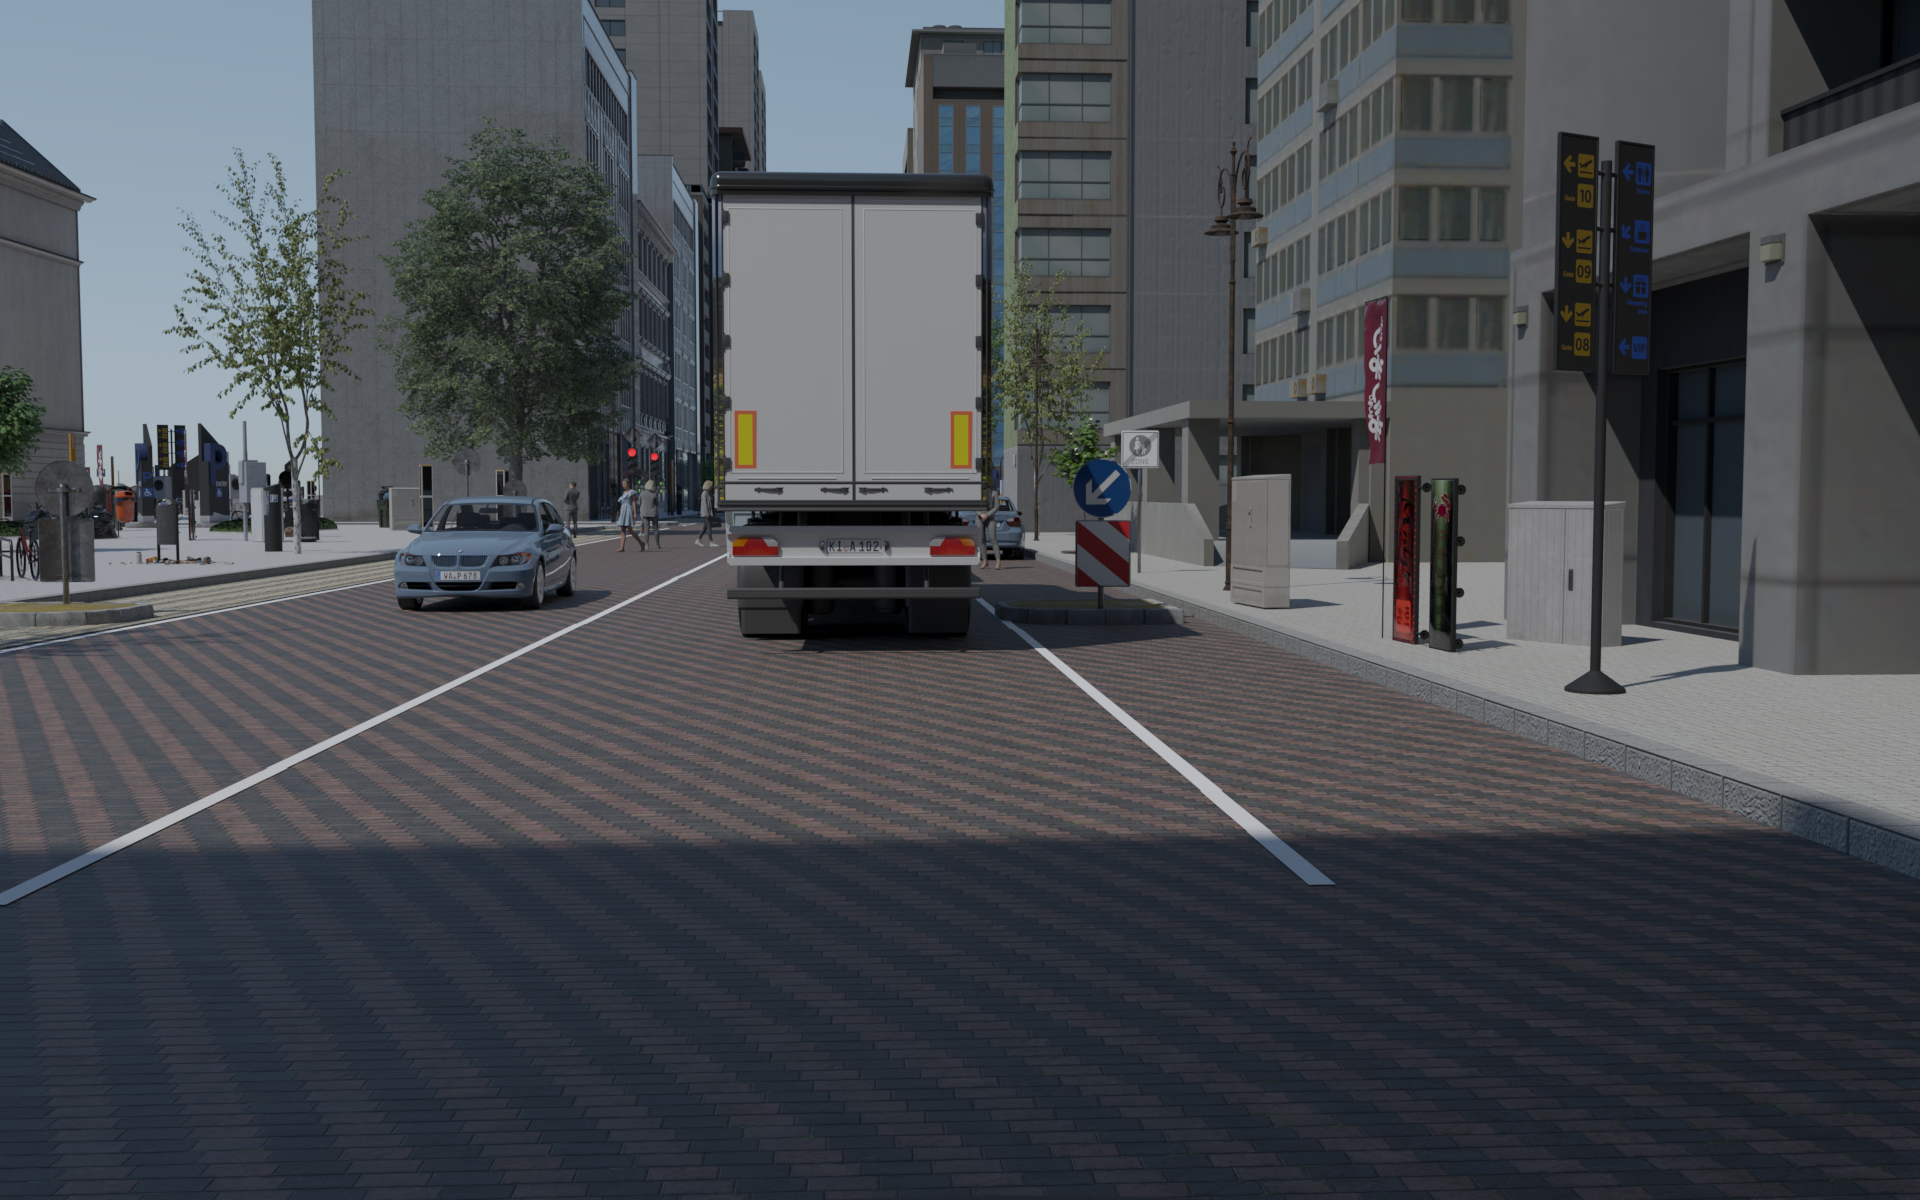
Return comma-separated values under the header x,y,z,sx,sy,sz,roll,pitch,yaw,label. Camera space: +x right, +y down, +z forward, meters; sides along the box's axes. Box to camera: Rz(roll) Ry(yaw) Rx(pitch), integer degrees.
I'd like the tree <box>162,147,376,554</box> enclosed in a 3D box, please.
x,y,z,sx,sy,sz,roll,pitch,yaw,label
-14.313,-5.282,36.730,4.737,8.622,4.395,0,3,0,tree

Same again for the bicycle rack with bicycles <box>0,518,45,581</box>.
x,y,z,sx,sy,sz,roll,pitch,yaw,label
-15.165,-0.769,25.949,2.852,0.926,2.925,-2,4,-32,bicycle rack with bicycles

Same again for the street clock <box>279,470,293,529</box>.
x,y,z,sx,sy,sz,roll,pitch,yaw,label
-20.627,-2.971,53.152,0.471,2.002,0.358,-1,4,-11,street clock

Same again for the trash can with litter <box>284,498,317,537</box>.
x,y,z,sx,sy,sz,roll,pitch,yaw,label
-19.649,-2.457,51.554,1.055,1.170,0.624,-1,4,-16,trash can with litter

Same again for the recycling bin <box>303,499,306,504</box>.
x,y,z,sx,sy,sz,roll,pitch,yaw,label
-37.332,-5.260,98.551,0.722,1.027,0.722,0,4,3,recycling bin

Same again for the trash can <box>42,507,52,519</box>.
x,y,z,sx,sy,sz,roll,pitch,yaw,label
-40.998,-4.060,78.033,0.748,1.137,0.748,0,3,0,trash can

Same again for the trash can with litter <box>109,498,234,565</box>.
x,y,z,sx,sy,sz,roll,pitch,yaw,label
-14.369,-1.269,31.810,2.233,1.210,1.678,2,4,26,trash can with litter

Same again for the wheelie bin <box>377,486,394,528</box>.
x,y,z,sx,sy,sz,roll,pitch,yaw,label
-21.743,-3.543,65.841,0.980,1.594,0.693,2,4,33,wheelie bin

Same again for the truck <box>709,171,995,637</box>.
x,y,z,sx,sy,sz,roll,pitch,yaw,label
-1.251,-1.946,20.731,2.839,4.237,11.283,0,4,-3,truck

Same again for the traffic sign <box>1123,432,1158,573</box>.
x,y,z,sx,sy,sz,roll,pitch,yaw,label
2.908,-1.585,28.046,0.606,2.300,0.079,0,4,-2,traffic sign

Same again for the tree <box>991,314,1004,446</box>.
x,y,z,sx,sy,sz,roll,pitch,yaw,label
-0.135,-10.182,92.236,9.928,11.665,9.643,0,3,0,tree

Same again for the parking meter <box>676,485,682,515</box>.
x,y,z,sx,sy,sz,roll,pitch,yaw,label
-17.211,-6.140,106.097,0.255,1.863,0.399,-2,4,-26,parking meter

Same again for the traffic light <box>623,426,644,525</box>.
x,y,z,sx,sy,sz,roll,pitch,yaw,label
-13.422,-5.034,71.219,0.839,4.253,0.868,0,4,-3,traffic light

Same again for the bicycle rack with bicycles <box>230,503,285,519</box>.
x,y,z,sx,sy,sz,roll,pitch,yaw,label
-28.238,-3.428,69.425,2.925,0.926,2.852,0,4,8,bicycle rack with bicycles

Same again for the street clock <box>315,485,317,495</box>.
x,y,z,sx,sy,sz,roll,pitch,yaw,label
-53.315,-8.471,143.067,0.358,2.002,0.471,0,4,6,street clock

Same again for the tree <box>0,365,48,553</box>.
x,y,z,sx,sy,sz,roll,pitch,yaw,label
-21.588,-3.303,37.712,4.285,4.588,4.351,0,3,0,tree

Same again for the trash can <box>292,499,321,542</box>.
x,y,z,sx,sy,sz,roll,pitch,yaw,label
-17.378,-2.107,46.095,0.748,1.137,0.748,0,3,0,trash can

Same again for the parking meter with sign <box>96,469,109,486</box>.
x,y,z,sx,sy,sz,roll,pitch,yaw,label
-59.493,-7.597,120.469,0.543,3.016,1.738,-1,4,-12,parking meter with sign

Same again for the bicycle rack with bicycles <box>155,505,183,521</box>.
x,y,z,sx,sy,sz,roll,pitch,yaw,label
-39.181,-4.269,83.184,2.925,0.926,2.852,3,4,36,bicycle rack with bicycles

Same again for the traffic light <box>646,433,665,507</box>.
x,y,z,sx,sy,sz,roll,pitch,yaw,label
-13.911,-5.521,79.189,0.839,4.253,0.868,0,4,-3,traffic light

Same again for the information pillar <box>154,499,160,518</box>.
x,y,z,sx,sy,sz,roll,pitch,yaw,label
-41.821,-5.232,90.032,0.304,2.012,0.304,0,3,0,information pillar

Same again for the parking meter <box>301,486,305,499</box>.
x,y,z,sx,sy,sz,roll,pitch,yaw,label
-50.115,-7.712,131.796,0.399,1.863,0.255,1,4,10,parking meter

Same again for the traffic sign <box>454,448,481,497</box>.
x,y,z,sx,sy,sz,roll,pitch,yaw,label
-13.744,-2.949,48.319,0.768,2.556,0.104,0,4,3,traffic sign

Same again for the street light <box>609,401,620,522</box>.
x,y,z,sx,sy,sz,roll,pitch,yaw,label
-15.927,-6.538,79.686,0.468,5.910,1.993,0,4,-3,street light

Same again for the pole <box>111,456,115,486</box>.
x,y,z,sx,sy,sz,roll,pitch,yaw,label
-45.607,-6.080,93.257,0.158,3.312,0.155,0,3,0,pole

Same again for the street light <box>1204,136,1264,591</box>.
x,y,z,sx,sy,sz,roll,pitch,yaw,label
3.586,-3.063,22.869,0.468,5.910,1.993,0,4,-3,street light

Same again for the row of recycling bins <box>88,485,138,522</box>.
x,y,z,sx,sy,sz,roll,pitch,yaw,label
-38.411,-4.393,78.933,1.069,1.692,3.534,1,4,11,row of recycling bins

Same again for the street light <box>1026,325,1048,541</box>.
x,y,z,sx,sy,sz,roll,pitch,yaw,label
2.098,-4.565,47.420,0.468,5.910,1.993,0,4,-3,street light

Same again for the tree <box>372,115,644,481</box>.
x,y,z,sx,sy,sz,roll,pitch,yaw,label
-15.471,-9.397,60.295,9.857,13.997,8.962,0,3,0,tree

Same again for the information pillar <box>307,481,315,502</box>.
x,y,z,sx,sy,sz,roll,pitch,yaw,label
-35.279,-5.484,94.154,0.304,2.012,0.304,1,4,19,information pillar

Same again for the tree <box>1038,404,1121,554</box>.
x,y,z,sx,sy,sz,roll,pitch,yaw,label
2.766,-2.609,37.261,1.663,3.219,1.824,0,3,0,tree

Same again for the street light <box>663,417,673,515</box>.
x,y,z,sx,sy,sz,roll,pitch,yaw,label
-17.563,-8.039,104.223,0.468,5.910,1.993,0,4,-3,street light

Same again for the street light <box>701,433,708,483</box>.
x,y,z,sx,sy,sz,roll,pitch,yaw,label
-18.988,-9.526,128.535,0.468,5.910,1.993,0,4,-3,street light

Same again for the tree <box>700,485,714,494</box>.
x,y,z,sx,sy,sz,roll,pitch,yaw,label
-21.281,-9.424,148.688,1.663,3.219,1.824,0,3,0,tree

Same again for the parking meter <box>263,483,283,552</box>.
x,y,z,sx,sy,sz,roll,pitch,yaw,label
-15.294,-1.844,38.554,0.372,1.533,0.369,0,3,0,parking meter

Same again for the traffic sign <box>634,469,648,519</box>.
x,y,z,sx,sy,sz,roll,pitch,yaw,label
-16.163,-5.353,87.628,0.768,2.556,0.104,0,4,-2,traffic sign

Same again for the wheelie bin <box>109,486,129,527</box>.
x,y,z,sx,sy,sz,roll,pitch,yaw,label
-32.602,-3.625,67.182,0.980,1.594,0.693,-1,4,-18,wheelie bin

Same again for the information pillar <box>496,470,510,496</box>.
x,y,z,sx,sy,sz,roll,pitch,yaw,label
-13.926,-2.954,52.783,0.304,2.012,0.304,1,4,16,information pillar

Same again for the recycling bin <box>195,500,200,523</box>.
x,y,z,sx,sy,sz,roll,pitch,yaw,label
-30.418,-3.517,70.058,0.722,1.027,0.722,1,4,9,recycling bin

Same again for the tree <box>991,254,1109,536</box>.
x,y,z,sx,sy,sz,roll,pitch,yaw,label
2.406,-6.276,52.972,4.737,8.622,4.395,0,3,0,tree

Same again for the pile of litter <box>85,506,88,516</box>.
x,y,z,sx,sy,sz,roll,pitch,yaw,label
-41.743,-4.259,83.596,1.176,0.858,1.719,1,4,20,pile of litter

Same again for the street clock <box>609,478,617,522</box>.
x,y,z,sx,sy,sz,roll,pitch,yaw,label
-15.666,-4.505,78.222,0.358,2.002,0.471,-1,4,-17,street clock

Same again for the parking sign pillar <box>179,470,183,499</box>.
x,y,z,sx,sy,sz,roll,pitch,yaw,label
-45.885,-7.072,104.094,1.447,3.967,1.447,-1,4,-18,parking sign pillar

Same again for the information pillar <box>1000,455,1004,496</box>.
x,y,z,sx,sy,sz,roll,pitch,yaw,label
2.529,-6.825,102.938,0.183,3.616,0.504,2,4,26,information pillar

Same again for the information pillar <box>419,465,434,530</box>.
x,y,z,sx,sy,sz,roll,pitch,yaw,label
-13.360,-2.380,43.402,0.304,2.012,0.304,-2,4,-25,information pillar

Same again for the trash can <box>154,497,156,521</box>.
x,y,z,sx,sy,sz,roll,pitch,yaw,label
-36.772,-4.080,78.368,0.748,1.137,0.748,0,3,0,trash can

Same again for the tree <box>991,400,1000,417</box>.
x,y,z,sx,sy,sz,roll,pitch,yaw,label
-1.971,-12.241,117.148,9.611,12.733,9.660,0,3,0,tree

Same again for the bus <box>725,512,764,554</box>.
x,y,z,sx,sy,sz,roll,pitch,yaw,label
-2.647,-2.343,33.166,2.948,3.499,13.247,0,4,-3,bus

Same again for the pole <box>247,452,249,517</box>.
x,y,z,sx,sy,sz,roll,pitch,yaw,label
-34.624,-5.514,84.002,0.158,3.312,0.155,0,3,0,pole

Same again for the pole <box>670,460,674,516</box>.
x,y,z,sx,sy,sz,roll,pitch,yaw,label
-17.137,-6.676,103.004,0.158,3.312,0.155,0,3,0,pole

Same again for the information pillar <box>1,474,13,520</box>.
x,y,z,sx,sy,sz,roll,pitch,yaw,label
-34.635,-3.576,62.954,0.304,2.012,0.304,-2,4,-35,information pillar

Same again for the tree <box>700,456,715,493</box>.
x,y,z,sx,sy,sz,roll,pitch,yaw,label
-20.502,-9.824,144.330,4.285,4.588,4.351,0,3,0,tree

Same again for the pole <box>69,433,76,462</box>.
x,y,z,sx,sy,sz,roll,pitch,yaw,label
-29.838,-3.942,58.289,0.158,3.312,0.155,0,3,0,pole

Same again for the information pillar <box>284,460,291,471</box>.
x,y,z,sx,sy,sz,roll,pitch,yaw,label
-44.435,-7.541,114.651,0.504,3.616,0.183,-3,4,-36,information pillar
